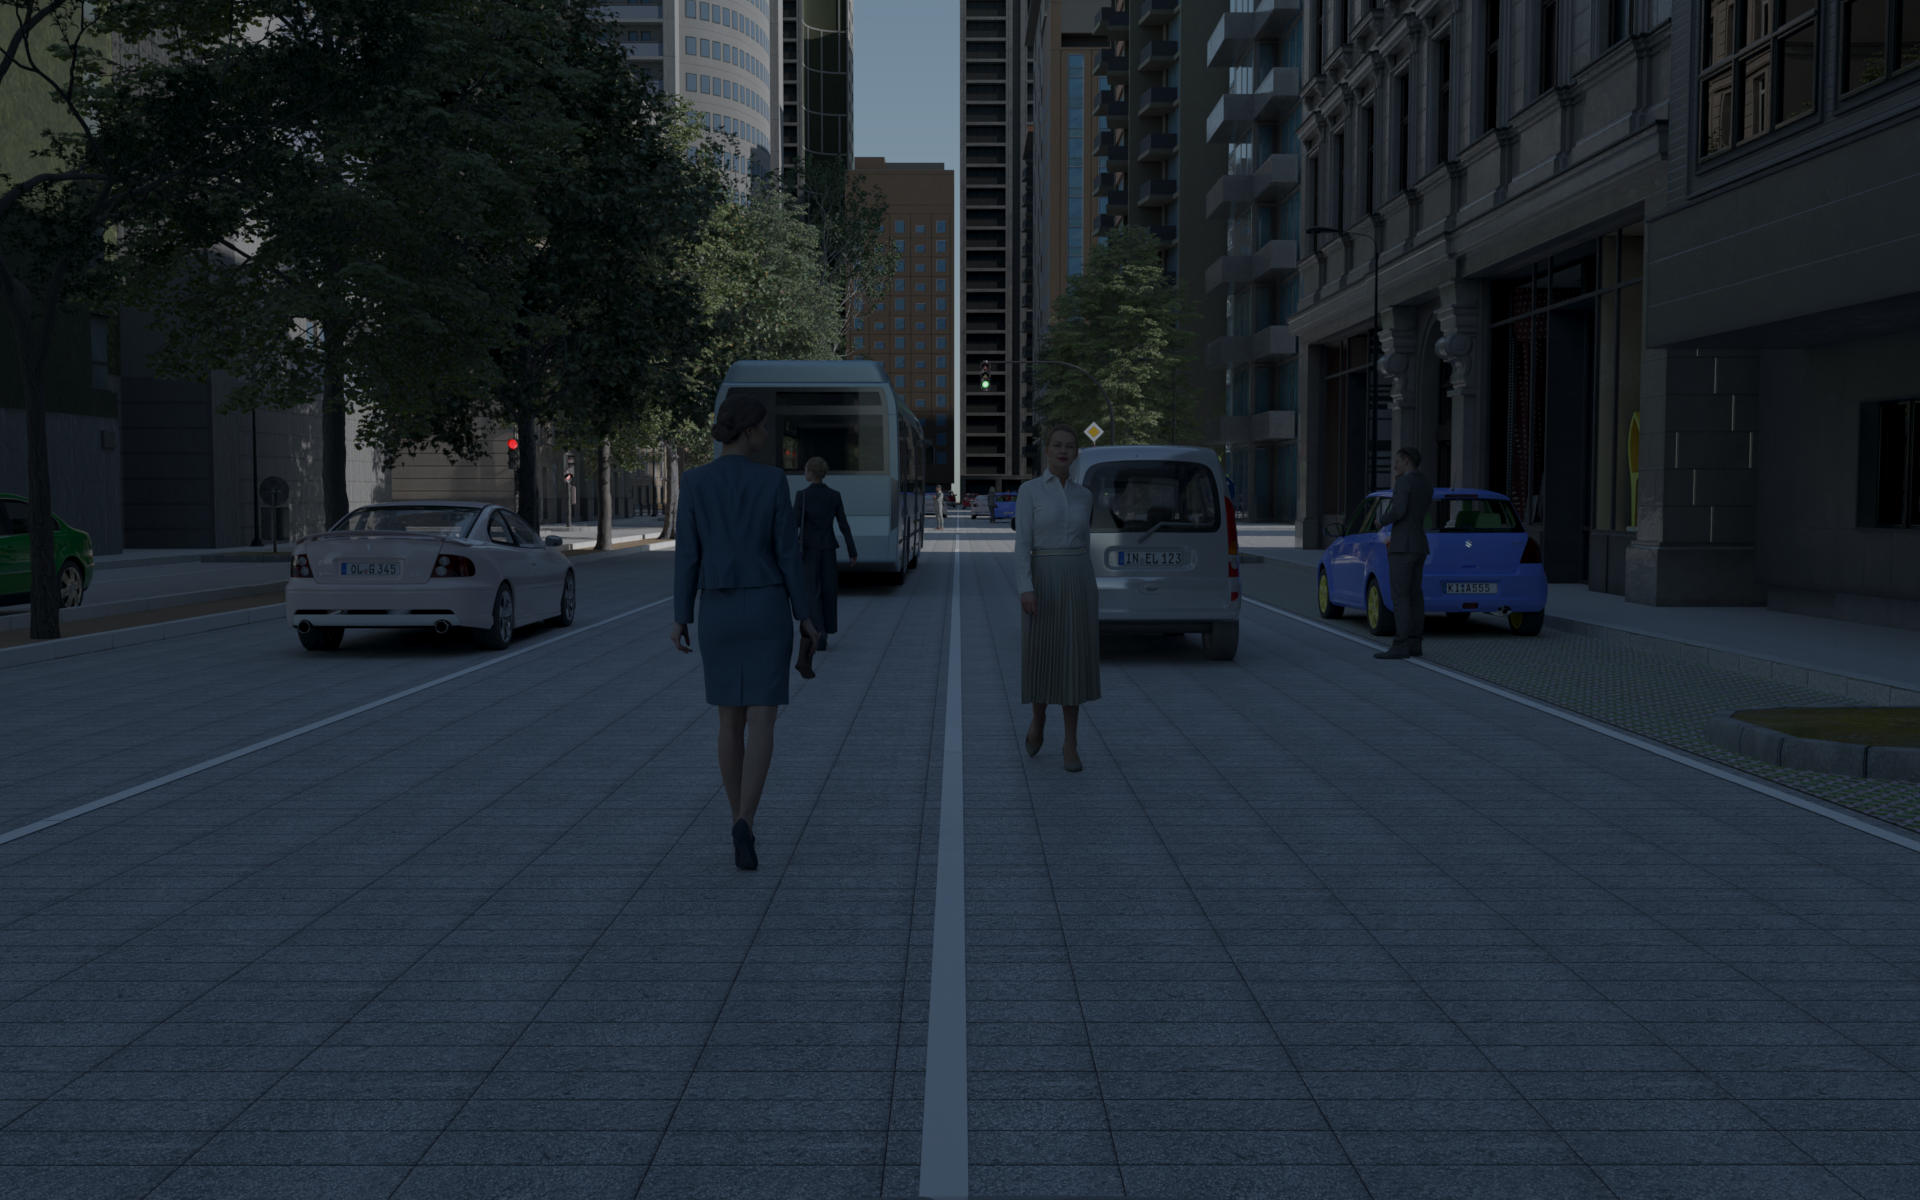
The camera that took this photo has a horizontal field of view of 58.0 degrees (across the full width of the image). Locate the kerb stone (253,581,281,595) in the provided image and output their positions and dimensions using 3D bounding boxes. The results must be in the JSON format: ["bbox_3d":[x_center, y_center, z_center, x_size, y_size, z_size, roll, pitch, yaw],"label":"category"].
[{"bbox_3d":[-10.015,-0.149,24.810,0.120,0.150,1.000,0,3,0],"label":"kerb stone"}]

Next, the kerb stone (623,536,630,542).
[{"bbox_3d":[-10.032,-1.787,51.451,0.120,0.150,1.000,0,3,0],"label":"kerb stone"}]

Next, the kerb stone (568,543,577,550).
[{"bbox_3d":[-10.030,-1.351,44.283,0.120,0.150,1.000,0,3,0],"label":"kerb stone"}]

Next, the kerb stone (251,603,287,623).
[{"bbox_3d":[-7.910,0.157,19.628,0.120,0.150,1.000,0,3,0],"label":"kerb stone"}]

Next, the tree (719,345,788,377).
[{"bbox_3d":[-8.933,-8.725,79.516,8.767,10.594,7.601,0,3,0],"label":"tree"}]

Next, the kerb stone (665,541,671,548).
[{"bbox_3d":[-7.932,-1.473,46.285,0.120,0.150,1.000,0,3,0],"label":"kerb stone"}]

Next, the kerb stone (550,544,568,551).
[{"bbox_3d":[-10.032,-1.288,43.259,0.120,0.150,1.000,0,3,0],"label":"kerb stone"}]

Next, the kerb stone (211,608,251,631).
[{"bbox_3d":[-7.914,0.220,18.602,0.120,0.150,1.000,0,3,0],"label":"kerb stone"}]

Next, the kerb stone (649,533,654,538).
[{"bbox_3d":[-10.036,-2.040,55.546,0.120,0.150,1.000,0,3,0],"label":"kerb stone"}]

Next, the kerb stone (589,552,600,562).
[{"bbox_3d":[-7.921,-0.909,37.061,0.120,0.150,1.000,0,3,0],"label":"kerb stone"}]

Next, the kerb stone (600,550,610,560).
[{"bbox_3d":[-7.924,-0.967,38.084,0.120,0.150,1.000,0,3,0],"label":"kerb stone"}]

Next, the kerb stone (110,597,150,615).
[{"bbox_3d":[-10.015,0.090,20.718,0.120,0.150,1.000,0,3,0],"label":"kerb stone"}]

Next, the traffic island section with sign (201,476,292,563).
[{"bbox_3d":[-14.891,-1.745,37.162,1.989,1.847,2.006,0,3,0],"label":"traffic island section with sign"}]

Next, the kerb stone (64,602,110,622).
[{"bbox_3d":[-10.004,0.153,19.691,0.120,0.150,1.000,0,3,0],"label":"kerb stone"}]

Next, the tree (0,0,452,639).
[{"bbox_3d":[-9.004,-4.909,17.124,8.767,10.594,7.601,0,3,0],"label":"tree"}]

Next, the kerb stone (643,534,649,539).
[{"bbox_3d":[-10.033,-1.977,54.523,0.120,0.150,1.000,0,3,0],"label":"kerb stone"}]

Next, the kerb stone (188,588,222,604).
[{"bbox_3d":[-10.013,-0.035,22.762,0.120,0.150,1.000,0,3,0],"label":"kerb stone"}]

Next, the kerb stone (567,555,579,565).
[{"bbox_3d":[-7.921,-0.783,35.001,0.120,0.150,1.000,0,3,0],"label":"kerb stone"}]

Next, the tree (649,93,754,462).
[{"bbox_3d":[-9.211,-7.570,44.353,7.486,12.596,7.792,0,3,0],"label":"tree"}]

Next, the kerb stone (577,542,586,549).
[{"bbox_3d":[-10.030,-1.413,45.308,0.120,0.150,1.000,0,3,0],"label":"kerb stone"}]

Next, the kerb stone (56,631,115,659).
[{"bbox_3d":[-7.909,0.408,15.531,0.120,0.150,1.000,0,3,0],"label":"kerb stone"}]

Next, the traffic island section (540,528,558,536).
[{"bbox_3d":[-15.227,-2.269,59.379,2.009,0.180,2.903,0,3,0],"label":"traffic island section"}]

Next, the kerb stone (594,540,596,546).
[{"bbox_3d":[-10.030,-1.539,47.354,0.120,0.150,1.000,0,3,0],"label":"kerb stone"}]

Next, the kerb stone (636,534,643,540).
[{"bbox_3d":[-10.037,-1.913,53.500,0.120,0.150,1.000,0,3,0],"label":"kerb stone"}]

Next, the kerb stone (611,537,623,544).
[{"bbox_3d":[-10.039,-1.727,50.429,0.120,0.150,1.000,0,3,0],"label":"kerb stone"}]

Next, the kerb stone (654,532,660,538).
[{"bbox_3d":[-10.037,-2.102,56.568,0.120,0.150,1.000,0,3,0],"label":"kerb stone"}]

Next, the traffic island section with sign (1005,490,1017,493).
[{"bbox_3d":[5.136,-9.853,169.718,1.989,1.847,2.006,0,3,0],"label":"traffic island section with sign"}]

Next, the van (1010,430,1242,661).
[{"bbox_3d":[1.512,-0.565,16.248,2.013,2.044,4.112,0,4,-2],"label":"van"}]

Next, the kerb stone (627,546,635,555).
[{"bbox_3d":[-7.926,-1.160,41.158,0.120,0.150,1.000,0,3,0],"label":"kerb stone"}]

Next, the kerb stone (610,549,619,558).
[{"bbox_3d":[-7.923,-1.034,39.107,0.120,0.150,1.000,0,3,0],"label":"kerb stone"}]

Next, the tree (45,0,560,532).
[{"bbox_3d":[-9.165,-6.399,25.208,7.486,12.596,7.792,0,3,0],"label":"tree"}]

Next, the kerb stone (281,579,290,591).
[{"bbox_3d":[-10.018,-0.222,25.832,0.120,0.150,1.000,0,3,0],"label":"kerb stone"}]

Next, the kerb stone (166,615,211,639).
[{"bbox_3d":[-7.905,0.283,17.576,0.120,0.150,1.000,0,3,0],"label":"kerb stone"}]

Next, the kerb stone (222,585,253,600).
[{"bbox_3d":[-10.011,-0.097,23.787,0.120,0.150,1.000,0,3,0],"label":"kerb stone"}]

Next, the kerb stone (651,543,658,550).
[{"bbox_3d":[-7.932,-1.347,44.236,0.120,0.150,1.000,0,3,0],"label":"kerb stone"}]

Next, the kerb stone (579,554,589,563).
[{"bbox_3d":[-7.928,-0.846,36.031,0.120,0.150,1.000,0,3,0],"label":"kerb stone"}]

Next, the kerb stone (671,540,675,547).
[{"bbox_3d":[-7.936,-1.528,47.307,0.120,0.150,1.000,0,3,0],"label":"kerb stone"}]

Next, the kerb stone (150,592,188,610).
[{"bbox_3d":[-10.007,0.028,21.740,0.120,0.150,1.000,0,3,0],"label":"kerb stone"}]

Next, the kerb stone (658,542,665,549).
[{"bbox_3d":[-7.933,-1.407,45.258,0.120,0.150,1.000,0,3,0],"label":"kerb stone"}]

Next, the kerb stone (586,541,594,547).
[{"bbox_3d":[-10.029,-1.476,46.330,0.120,0.150,1.000,0,3,0],"label":"kerb stone"}]

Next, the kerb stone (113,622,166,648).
[{"bbox_3d":[-7.903,0.345,16.553,0.120,0.150,1.000,0,3,0],"label":"kerb stone"}]

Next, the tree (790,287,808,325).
[{"bbox_3d":[-9.048,-8.243,54.239,9.611,12.733,9.660,0,3,0],"label":"tree"}]

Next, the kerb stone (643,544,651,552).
[{"bbox_3d":[-7.923,-1.283,43.210,0.120,0.150,1.000,0,3,0],"label":"kerb stone"}]

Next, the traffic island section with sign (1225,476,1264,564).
[{"bbox_3d":[5.238,-1.699,36.404,1.989,1.847,2.006,0,3,0],"label":"traffic island section with sign"}]

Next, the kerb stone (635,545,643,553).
[{"bbox_3d":[-7.930,-1.218,42.180,0.120,0.150,1.000,0,3,0],"label":"kerb stone"}]

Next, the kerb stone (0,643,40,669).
[{"bbox_3d":[-7.903,0.473,14.508,0.120,0.150,1.000,0,3,0],"label":"kerb stone"}]

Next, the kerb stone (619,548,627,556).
[{"bbox_3d":[-7.927,-1.095,40.129,0.120,0.150,1.000,0,3,0],"label":"kerb stone"}]

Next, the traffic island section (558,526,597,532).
[{"bbox_3d":[-15.233,-2.757,67.364,2.009,0.180,2.903,0,3,0],"label":"traffic island section"}]

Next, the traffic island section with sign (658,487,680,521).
[{"bbox_3d":[-14.930,-5.102,92.052,1.989,1.847,2.006,0,3,0],"label":"traffic island section with sign"}]

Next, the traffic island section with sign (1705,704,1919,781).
[{"bbox_3d":[5.266,-0.050,9.449,1.989,1.847,2.006,0,3,0],"label":"traffic island section with sign"}]

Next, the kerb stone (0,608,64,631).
[{"bbox_3d":[-10.004,0.216,18.660,0.120,0.150,1.000,0,3,0],"label":"kerb stone"}]

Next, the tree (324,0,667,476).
[{"bbox_3d":[-8.862,-7.085,35.306,9.611,12.733,9.660,0,3,0],"label":"tree"}]

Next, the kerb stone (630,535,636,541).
[{"bbox_3d":[-10.038,-1.852,52.473,0.120,0.150,1.000,0,3,0],"label":"kerb stone"}]

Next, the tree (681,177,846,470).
[{"bbox_3d":[-9.015,-9.877,70.600,9.857,13.997,8.962,0,3,0],"label":"tree"}]
